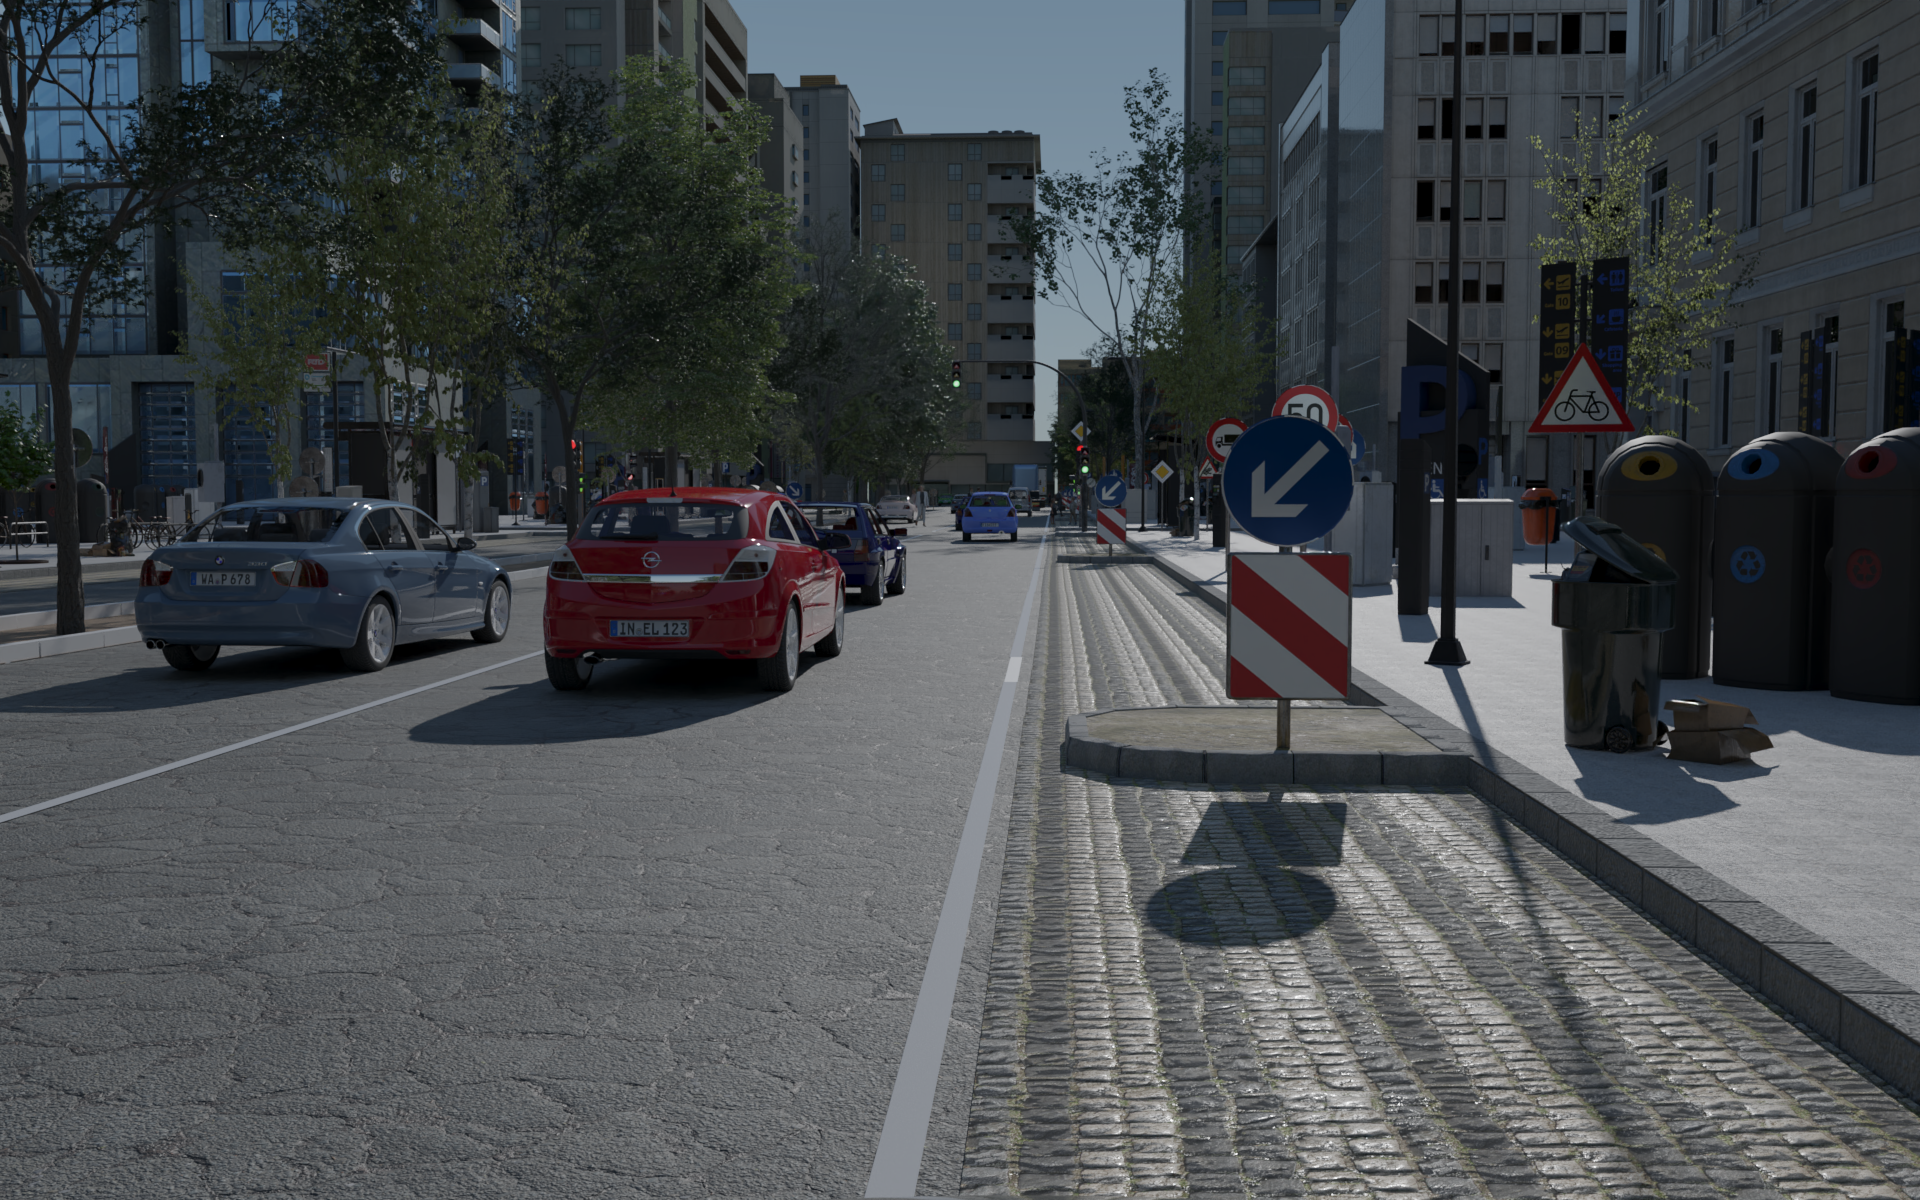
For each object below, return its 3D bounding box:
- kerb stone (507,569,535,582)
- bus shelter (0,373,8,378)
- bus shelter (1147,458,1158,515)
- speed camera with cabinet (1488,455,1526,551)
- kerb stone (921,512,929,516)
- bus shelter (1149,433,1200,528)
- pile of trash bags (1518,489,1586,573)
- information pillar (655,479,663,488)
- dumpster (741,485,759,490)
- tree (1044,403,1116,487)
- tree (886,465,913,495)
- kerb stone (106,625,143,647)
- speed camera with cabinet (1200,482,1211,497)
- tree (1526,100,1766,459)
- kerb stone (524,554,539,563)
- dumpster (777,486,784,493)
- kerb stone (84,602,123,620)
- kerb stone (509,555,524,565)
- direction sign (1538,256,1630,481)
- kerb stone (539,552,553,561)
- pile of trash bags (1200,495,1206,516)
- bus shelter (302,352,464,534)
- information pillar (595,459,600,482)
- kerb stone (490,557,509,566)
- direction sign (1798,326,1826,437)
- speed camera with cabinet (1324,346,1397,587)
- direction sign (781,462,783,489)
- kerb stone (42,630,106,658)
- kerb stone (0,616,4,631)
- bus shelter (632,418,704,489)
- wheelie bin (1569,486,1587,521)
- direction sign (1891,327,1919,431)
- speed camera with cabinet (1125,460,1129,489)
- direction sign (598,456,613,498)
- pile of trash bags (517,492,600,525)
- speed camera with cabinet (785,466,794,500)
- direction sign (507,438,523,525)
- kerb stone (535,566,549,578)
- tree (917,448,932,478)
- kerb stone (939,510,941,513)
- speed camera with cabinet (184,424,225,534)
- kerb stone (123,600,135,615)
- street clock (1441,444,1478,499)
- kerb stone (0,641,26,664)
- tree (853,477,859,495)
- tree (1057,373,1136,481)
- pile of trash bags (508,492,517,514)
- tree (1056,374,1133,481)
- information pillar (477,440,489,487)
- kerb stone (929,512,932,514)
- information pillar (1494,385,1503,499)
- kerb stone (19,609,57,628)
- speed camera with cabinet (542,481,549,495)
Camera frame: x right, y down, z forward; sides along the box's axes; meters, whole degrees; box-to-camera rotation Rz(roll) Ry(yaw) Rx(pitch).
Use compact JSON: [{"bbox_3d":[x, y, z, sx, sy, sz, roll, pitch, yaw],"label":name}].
[{"bbox_3d":[-7.348,-0.405,28.931,0.120,0.150,1.000,0,4,3],"label":"kerb stone"},{"bbox_3d":[-19.668,-2.431,31.038,1.731,3.624,6.357,0,4,3],"label":"bus shelter"},{"bbox_3d":[10.987,-5.958,91.343,2.014,3.302,5.546,0,4,3],"label":"bus shelter"},{"bbox_3d":[12.427,-2.799,40.102,0.660,3.252,2.038,0,4,-6],"label":"speed camera with cabinet"},{"bbox_3d":[-2.411,-5.952,119.607,0.120,0.150,1.000,0,4,3],"label":"kerb stone"},{"bbox_3d":[8.580,-4.769,69.257,1.731,3.624,6.357,0,4,3],"label":"bus shelter"},{"bbox_3d":[10.855,-1.152,28.593,3.447,1.369,1.912,-1,4,-11],"label":"pile of trash bags"},{"bbox_3d":[-14.200,-4.732,81.859,0.304,2.012,0.304,-2,4,-26],"label":"information pillar"},{"bbox_3d":[-13.169,-6.324,109.160,1.264,1.857,1.865,0,4,3],"label":"dumpster"},{"bbox_3d":[15.518,-19.088,218.739,9.857,13.997,8.962,0,3,0],"label":"tree"},{"bbox_3d":[-9.530,-13.866,161.125,7.601,10.594,8.767,-2,4,-27],"label":"tree"},{"bbox_3d":[-8.013,0.338,16.662,0.120,0.150,1.000,0,4,3],"label":"kerb stone"},{"bbox_3d":[18.856,-8.657,135.877,0.660,3.252,2.038,-2,4,-25],"label":"speed camera with cabinet"},{"bbox_3d":[12.504,-5.036,32.698,4.360,8.622,3.978,0,3,0],"label":"tree"},{"bbox_3d":[-9.052,-0.856,36.186,0.120,0.150,1.000,0,4,3],"label":"kerb stone"},{"bbox_3d":[-12.716,-6.846,117.683,1.264,1.857,1.865,0,4,3],"label":"dumpster"},{"bbox_3d":[-9.946,0.144,19.846,0.120,0.150,1.000,0,4,3],"label":"kerb stone"},{"bbox_3d":[-9.116,-0.789,35.164,0.120,0.150,1.000,0,4,3],"label":"kerb stone"},{"bbox_3d":[6.058,-1.523,16.902,0.876,3.537,0.379,3,5,45],"label":"direction sign"},{"bbox_3d":[-8.995,-0.919,37.214,0.120,0.150,1.000,0,4,3],"label":"kerb stone"},{"bbox_3d":[14.562,-5.578,100.958,3.447,1.369,1.912,-2,4,-27],"label":"pile of trash bags"},{"bbox_3d":[-17.291,-4.519,51.521,2.179,5.291,8.768,0,4,3],"label":"bus shelter"},{"bbox_3d":[-24.368,-7.676,116.850,0.504,3.616,0.183,-1,4,-22],"label":"information pillar"},{"bbox_3d":[-9.160,-0.728,34.143,0.120,0.150,1.000,0,4,3],"label":"kerb stone"},{"bbox_3d":[11.714,-1.950,23.881,0.379,3.537,0.876,0,4,7],"label":"direction sign"},{"bbox_3d":[5.313,-1.811,23.952,0.660,3.252,2.038,3,4,38],"label":"speed camera with cabinet"},{"bbox_3d":[-12.558,-7.967,122.254,0.379,3.537,0.876,0,4,-2],"label":"direction sign"},{"bbox_3d":[-8.067,0.401,15.641,0.120,0.150,1.000,0,4,3],"label":"kerb stone"},{"bbox_3d":[-10.051,0.269,17.798,0.120,0.150,1.000,0,4,3],"label":"kerb stone"},{"bbox_3d":[-14.823,-6.708,87.311,2.179,5.291,8.768,0,4,3],"label":"bus shelter"},{"bbox_3d":[23.536,-3.568,66.243,0.693,1.594,0.980,-1,4,-23],"label":"wheelie bin"},{"bbox_3d":[13.003,-1.948,23.843,0.876,3.537,0.379,-3,5,-41],"label":"direction sign"},{"bbox_3d":[10.323,-6.428,99.429,2.038,3.252,0.660,3,4,38],"label":"speed camera with cabinet"},{"bbox_3d":[-20.864,-6.731,102.041,0.876,3.537,0.379,-2,4,-30],"label":"direction sign"},{"bbox_3d":[-16.737,-3.896,73.455,1.912,1.369,3.447,2,4,28],"label":"pile of trash bags"},{"bbox_3d":[-11.764,-7.735,120.799,0.660,3.252,2.038,0,4,3],"label":"speed camera with cabinet"},{"bbox_3d":[-18.180,-4.822,70.829,0.379,3.537,0.876,2,4,30],"label":"direction sign"},{"bbox_3d":[-7.295,-0.470,29.956,0.120,0.150,1.000,0,4,3],"label":"kerb stone"},{"bbox_3d":[-7.522,-17.307,217.375,8.767,10.594,7.601,-2,4,-25],"label":"tree"},{"bbox_3d":[-1.740,-6.707,131.891,0.120,0.150,1.000,0,4,3],"label":"kerb stone"},{"bbox_3d":[-21.449,-3.350,49.113,0.660,3.252,2.038,-3,4,-38],"label":"speed camera with cabinet"},{"bbox_3d":[-9.889,0.081,20.866,0.120,0.150,1.000,0,4,3],"label":"kerb stone"},{"bbox_3d":[7.179,-1.245,24.931,0.471,2.002,0.358,-1,4,-9],"label":"street clock"},{"bbox_3d":[-8.125,0.463,14.621,0.120,0.150,1.000,0,4,3],"label":"kerb stone"},{"bbox_3d":[-10.293,-10.979,174.109,1.663,3.219,1.824,0,3,0],"label":"tree"},{"bbox_3d":[12.739,-14.934,162.294,7.486,12.596,7.792,0,3,0],"label":"tree"},{"bbox_3d":[-21.361,-4.796,88.174,3.447,1.369,1.912,1,4,12],"label":"pile of trash bags"},{"bbox_3d":[12.076,-13.639,148.754,9.928,11.665,9.643,0,3,0],"label":"tree"},{"bbox_3d":[-20.566,-5.101,74.752,0.504,3.616,0.183,1,4,14],"label":"information pillar"},{"bbox_3d":[-2.238,-6.143,122.673,0.120,0.150,1.000,0,4,3],"label":"kerb stone"},{"bbox_3d":[11.700,-2.832,37.653,0.183,3.616,0.504,1,4,10],"label":"information pillar"},{"bbox_3d":[-10.003,0.207,18.819,0.120,0.150,1.000,0,4,3],"label":"kerb stone"},{"bbox_3d":[-28.699,-7.536,117.549,0.660,3.252,2.038,1,4,23],"label":"speed camera with cabinet"}]
